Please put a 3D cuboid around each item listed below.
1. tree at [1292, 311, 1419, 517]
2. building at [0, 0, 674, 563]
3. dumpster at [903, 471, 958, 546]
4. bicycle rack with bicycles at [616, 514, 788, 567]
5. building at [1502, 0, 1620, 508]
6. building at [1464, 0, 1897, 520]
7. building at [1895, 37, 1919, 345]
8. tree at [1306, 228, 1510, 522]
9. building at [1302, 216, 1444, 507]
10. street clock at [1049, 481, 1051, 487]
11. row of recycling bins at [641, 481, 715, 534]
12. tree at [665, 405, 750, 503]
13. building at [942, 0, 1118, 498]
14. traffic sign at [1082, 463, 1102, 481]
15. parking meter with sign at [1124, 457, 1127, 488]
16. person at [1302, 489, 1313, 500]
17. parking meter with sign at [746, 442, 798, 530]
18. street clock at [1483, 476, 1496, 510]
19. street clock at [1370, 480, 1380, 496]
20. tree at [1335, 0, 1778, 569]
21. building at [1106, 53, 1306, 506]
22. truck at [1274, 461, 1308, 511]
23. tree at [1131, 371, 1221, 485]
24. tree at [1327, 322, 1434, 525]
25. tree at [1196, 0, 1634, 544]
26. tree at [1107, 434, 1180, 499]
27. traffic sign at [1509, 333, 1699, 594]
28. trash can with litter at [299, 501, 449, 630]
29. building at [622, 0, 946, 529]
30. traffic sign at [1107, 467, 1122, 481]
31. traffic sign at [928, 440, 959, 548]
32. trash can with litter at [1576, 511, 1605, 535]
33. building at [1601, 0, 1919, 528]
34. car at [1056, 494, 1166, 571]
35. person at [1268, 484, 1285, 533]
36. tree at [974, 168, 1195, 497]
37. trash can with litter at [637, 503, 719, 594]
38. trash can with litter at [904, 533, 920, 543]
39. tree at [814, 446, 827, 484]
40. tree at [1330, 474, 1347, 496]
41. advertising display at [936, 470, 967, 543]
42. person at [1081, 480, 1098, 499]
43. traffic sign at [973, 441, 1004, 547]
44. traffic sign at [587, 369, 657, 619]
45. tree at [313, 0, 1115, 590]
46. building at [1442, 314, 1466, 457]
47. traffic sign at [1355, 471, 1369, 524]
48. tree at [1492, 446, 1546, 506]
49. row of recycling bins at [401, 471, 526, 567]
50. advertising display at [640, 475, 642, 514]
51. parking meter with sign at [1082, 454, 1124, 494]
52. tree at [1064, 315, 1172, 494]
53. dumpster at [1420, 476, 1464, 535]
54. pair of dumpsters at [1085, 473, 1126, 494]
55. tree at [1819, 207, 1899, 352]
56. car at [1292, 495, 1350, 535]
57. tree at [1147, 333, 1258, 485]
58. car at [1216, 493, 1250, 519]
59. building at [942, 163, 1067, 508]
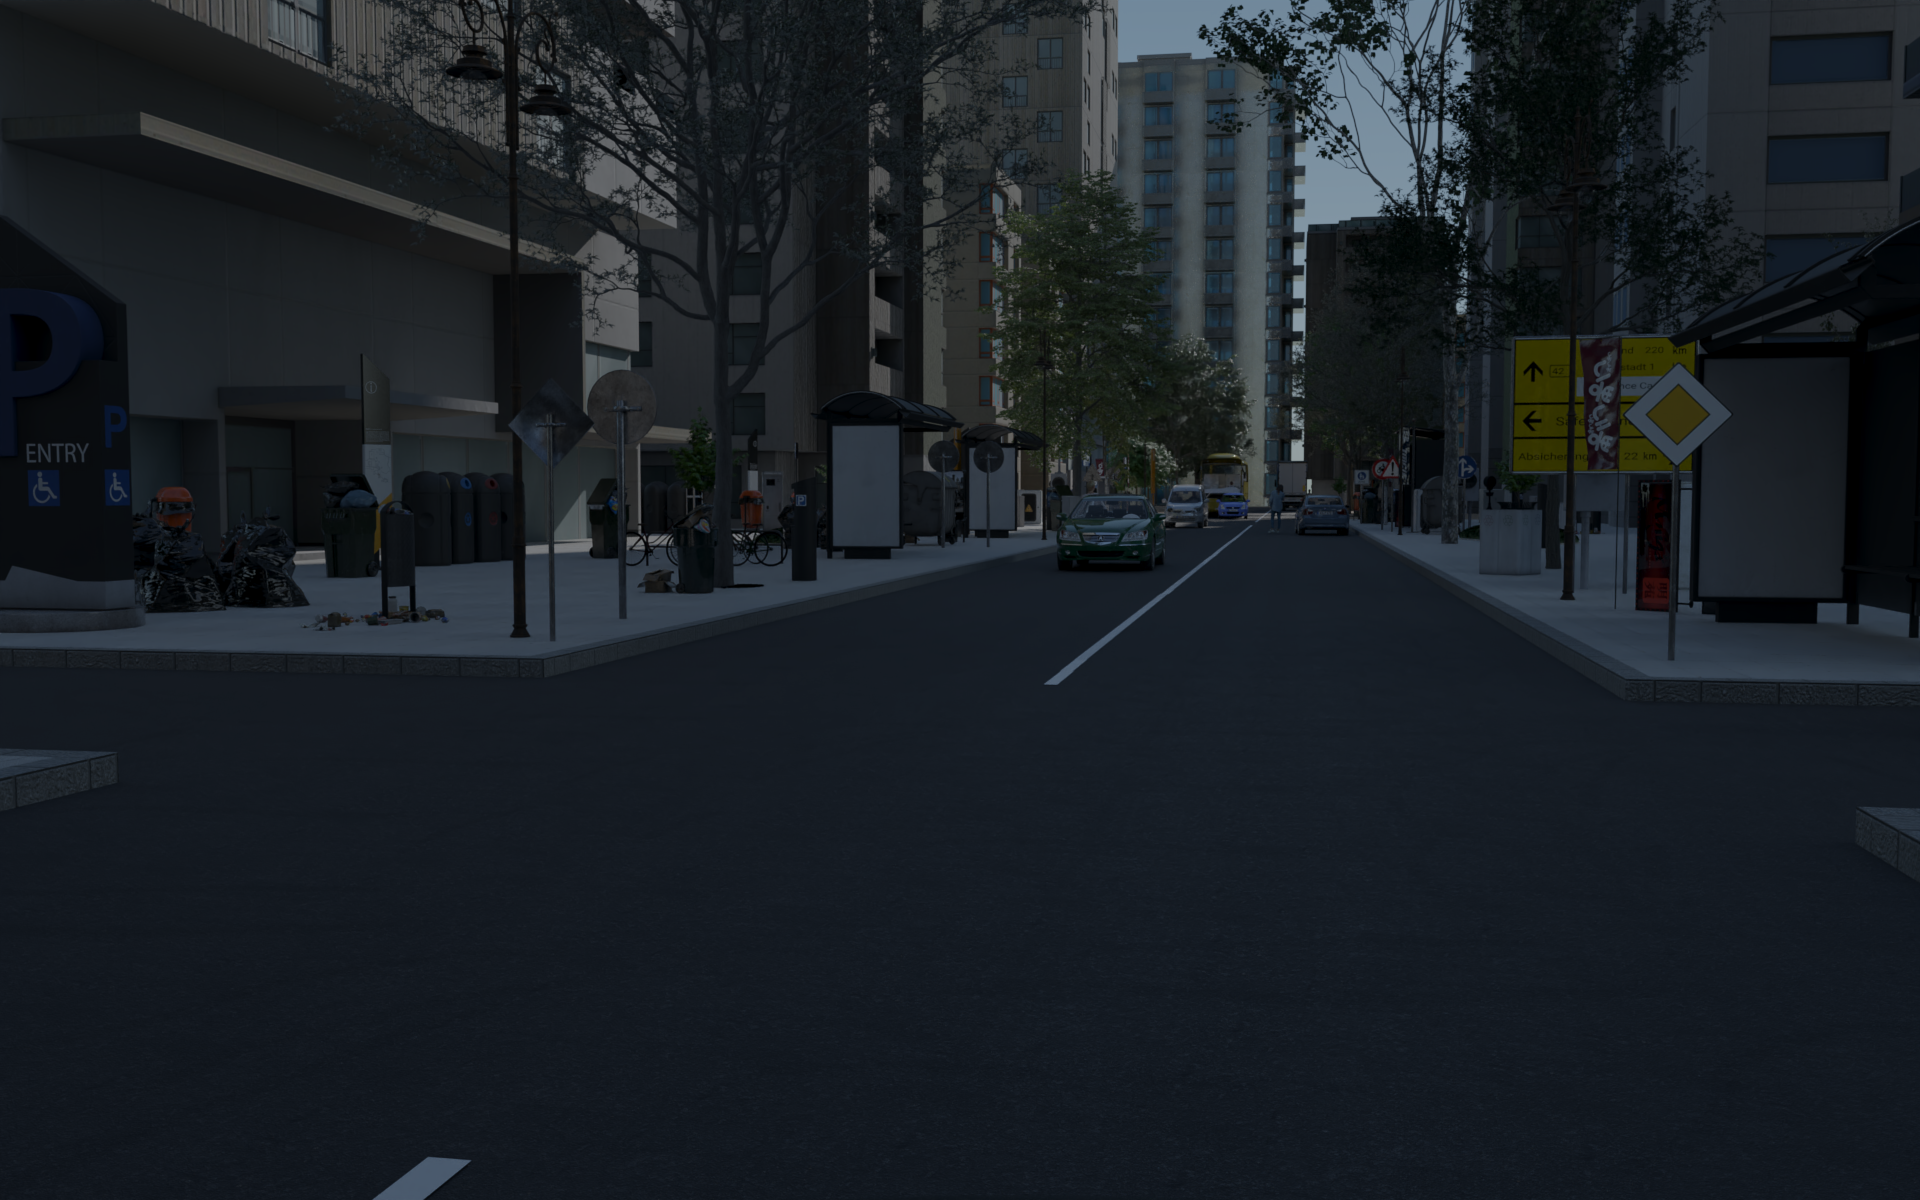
[{"bbox_3d":[22.409,-10.539,98.069,9.928,11.665,9.643,0,3,0],"label":"tree"},{"bbox_3d":[-23.034,-27.507,38.984,28.713,52.752,27.495,1,4,11],"label":"building"},{"bbox_3d":[-0.830,-2.302,43.395,1.264,1.857,1.865,1,4,11],"label":"dumpster"},{"bbox_3d":[-4.342,-1.091,31.218,2.925,0.926,2.852,2,4,25],"label":"bicycle rack with bicycles"},{"bbox_3d":[35.955,-19.563,91.556,14.160,30.474,14.107,1,4,11],"label":"building"},{"bbox_3d":[43.779,-34.820,111.304,21.231,58.520,28.212,1,4,11],"label":"building"},{"bbox_3d":[23.877,-22.903,24.571,14.200,45.320,14.600,1,4,11],"label":"building"},{"bbox_3d":[19.501,-10.294,78.671,12.009,13.543,11.850,0,3,0],"label":"tree"},{"bbox_3d":[43.462,-25.154,182.974,14.107,30.474,14.160,1,4,11],"label":"building"},{"bbox_3d":[4.619,-4.918,84.985,0.471,2.002,0.358,1,4,21],"label":"street clock"},{"bbox_3d":[-9.368,-2.994,56.072,3.534,1.692,1.069,1,4,22],"label":"row of recycling bins"},{"bbox_3d":[-5.715,-2.648,37.897,1.663,3.219,1.824,0,3,0],"label":"tree"},{"bbox_3d":[-1.054,-34.021,145.486,27.495,52.752,28.713,1,4,11],"label":"building"},{"bbox_3d":[5.547,-4.450,72.760,0.884,2.594,0.081,1,4,19],"label":"traffic sign"},{"bbox_3d":[7.003,-5.265,82.348,1.738,3.016,0.543,1,4,15],"label":"parking meter with sign"},{"bbox_3d":[27.727,-7.882,137.377,1.348,1.824,0.705,2,4,30],"label":"person"},{"bbox_3d":[-6.321,-3.793,58.274,1.738,3.016,0.543,-1,4,-9],"label":"parking meter with sign"},{"bbox_3d":[21.106,-3.942,69.029,0.471,2.002,0.358,-2,4,-24],"label":"street clock"},{"bbox_3d":[20.706,-5.007,86.439,0.358,2.002,0.471,-1,4,-23],"label":"street clock"},{"bbox_3d":[9.850,-5.806,29.337,7.601,10.594,8.767,-1,4,-16],"label":"tree"},{"bbox_3d":[22.491,-34.970,191.359,30.456,49.044,23.786,1,4,11],"label":"building"},{"bbox_3d":[28.879,-9.911,150.960,2.839,4.237,11.283,1,4,10],"label":"truck"},{"bbox_3d":[15.083,-11.446,121.555,7.601,10.594,8.767,1,4,21],"label":"tree"},{"bbox_3d":[17.334,-7.394,71.256,4.360,8.622,3.978,0,3,0],"label":"tree"},{"bbox_3d":[11.261,-11.489,43.728,12.611,20.169,13.585,0,3,0],"label":"tree"},{"bbox_3d":[10.371,-6.797,94.843,4.285,4.588,4.351,0,3,0],"label":"tree"},{"bbox_3d":[8.231,-1.734,22.227,2.265,3.308,0.079,1,4,12],"label":"traffic sign"},{"bbox_3d":[-5.933,-0.383,17.314,1.678,1.210,2.233,1,4,15],"label":"trash can with litter"},{"bbox_3d":[-8.778,-18.202,69.312,14.160,30.474,14.107,1,4,11],"label":"building"},{"bbox_3d":[7.189,-4.948,81.009,0.768,2.556,0.104,1,4,17],"label":"traffic sign"},{"bbox_3d":[-0.401,-2.506,41.080,0.768,2.556,0.104,1,4,12],"label":"traffic sign"},{"bbox_3d":[19.664,-2.728,55.667,2.233,1.210,1.678,1,4,12],"label":"trash can with litter"},{"bbox_3d":[35.934,-31.931,64.078,21.231,58.520,28.212,1,4,11],"label":"building"},{"bbox_3d":[3.027,-1.361,34.056,2.131,1.459,4.920,1,4,11],"label":"car"},{"bbox_3d":[11.700,-3.382,64.054,0.793,1.790,0.793,-3,5,-41],"label":"person"},{"bbox_3d":[4.287,-8.701,60.396,7.486,12.596,7.792,0,3,0],"label":"tree"},{"bbox_3d":[-3.662,-0.675,22.424,1.055,1.170,0.624,1,4,11],"label":"trash can with litter"},{"bbox_3d":[-1.570,-2.077,45.352,1.055,1.170,0.624,1,4,9],"label":"trash can with litter"},{"bbox_3d":[-3.818,-3.920,58.699,1.663,3.219,1.824,0,3,0],"label":"tree"},{"bbox_3d":[35.724,-10.260,162.359,1.663,3.219,1.824,0,3,0],"label":"tree"},{"bbox_3d":[-0.239,-2.499,46.080,0.974,1.923,0.123,3,4,37],"label":"advertising display"},{"bbox_3d":[3.046,-1.778,38.240,0.731,1.740,0.598,-1,4,-16],"label":"person"},{"bbox_3d":[0.678,-2.538,41.603,0.768,2.556,0.104,1,4,16],"label":"traffic sign"},{"bbox_3d":[-3.467,-1.078,17.736,0.768,2.556,0.104,1,4,12],"label":"traffic sign"},{"bbox_3d":[-3.142,-6.918,23.479,12.009,13.543,11.850,0,3,0],"label":"tree"},{"bbox_3d":[65.665,-20.785,184.874,28.899,21.520,27.650,1,4,11],"label":"building"},{"bbox_3d":[17.169,-4.398,74.043,0.606,2.300,0.079,1,4,15],"label":"traffic sign"},{"bbox_3d":[20.775,-4.267,64.365,1.663,3.219,1.824,0,3,0],"label":"tree"},{"bbox_3d":[-9.247,-1.539,32.278,1.069,1.692,3.534,1,4,15],"label":"row of recycling bins"},{"bbox_3d":[-10.565,-3.030,54.755,0.974,1.923,0.123,-1,4,-9],"label":"advertising display"},{"bbox_3d":[6.143,-4.817,75.018,1.738,3.016,0.543,-2,4,-34],"label":"parking meter with sign"},{"bbox_3d":[6.052,-7.237,68.694,4.737,8.622,4.395,0,3,0],"label":"tree"},{"bbox_3d":[15.396,-3.029,55.284,1.264,1.857,1.865,1,4,11],"label":"dumpster"},{"bbox_3d":[6.568,-4.647,78.469,1.574,2.255,4.437,1,4,11],"label":"pair of dumpsters"},{"bbox_3d":[23.928,-5.746,44.306,4.360,8.622,3.978,0,3,0],"label":"tree"},{"bbox_3d":[12.817,-3.020,61.386,2.014,1.417,4.499,1,4,9],"label":"car"},{"bbox_3d":[18.777,-14.029,136.034,9.857,13.997,8.962,0,3,0],"label":"tree"},{"bbox_3d":[15.856,-5.558,100.457,1.945,1.707,3.694,1,4,9],"label":"car"},{"bbox_3d":[-8.985,-16.047,107.416,27.650,21.520,28.899,1,4,11],"label":"building"}]
